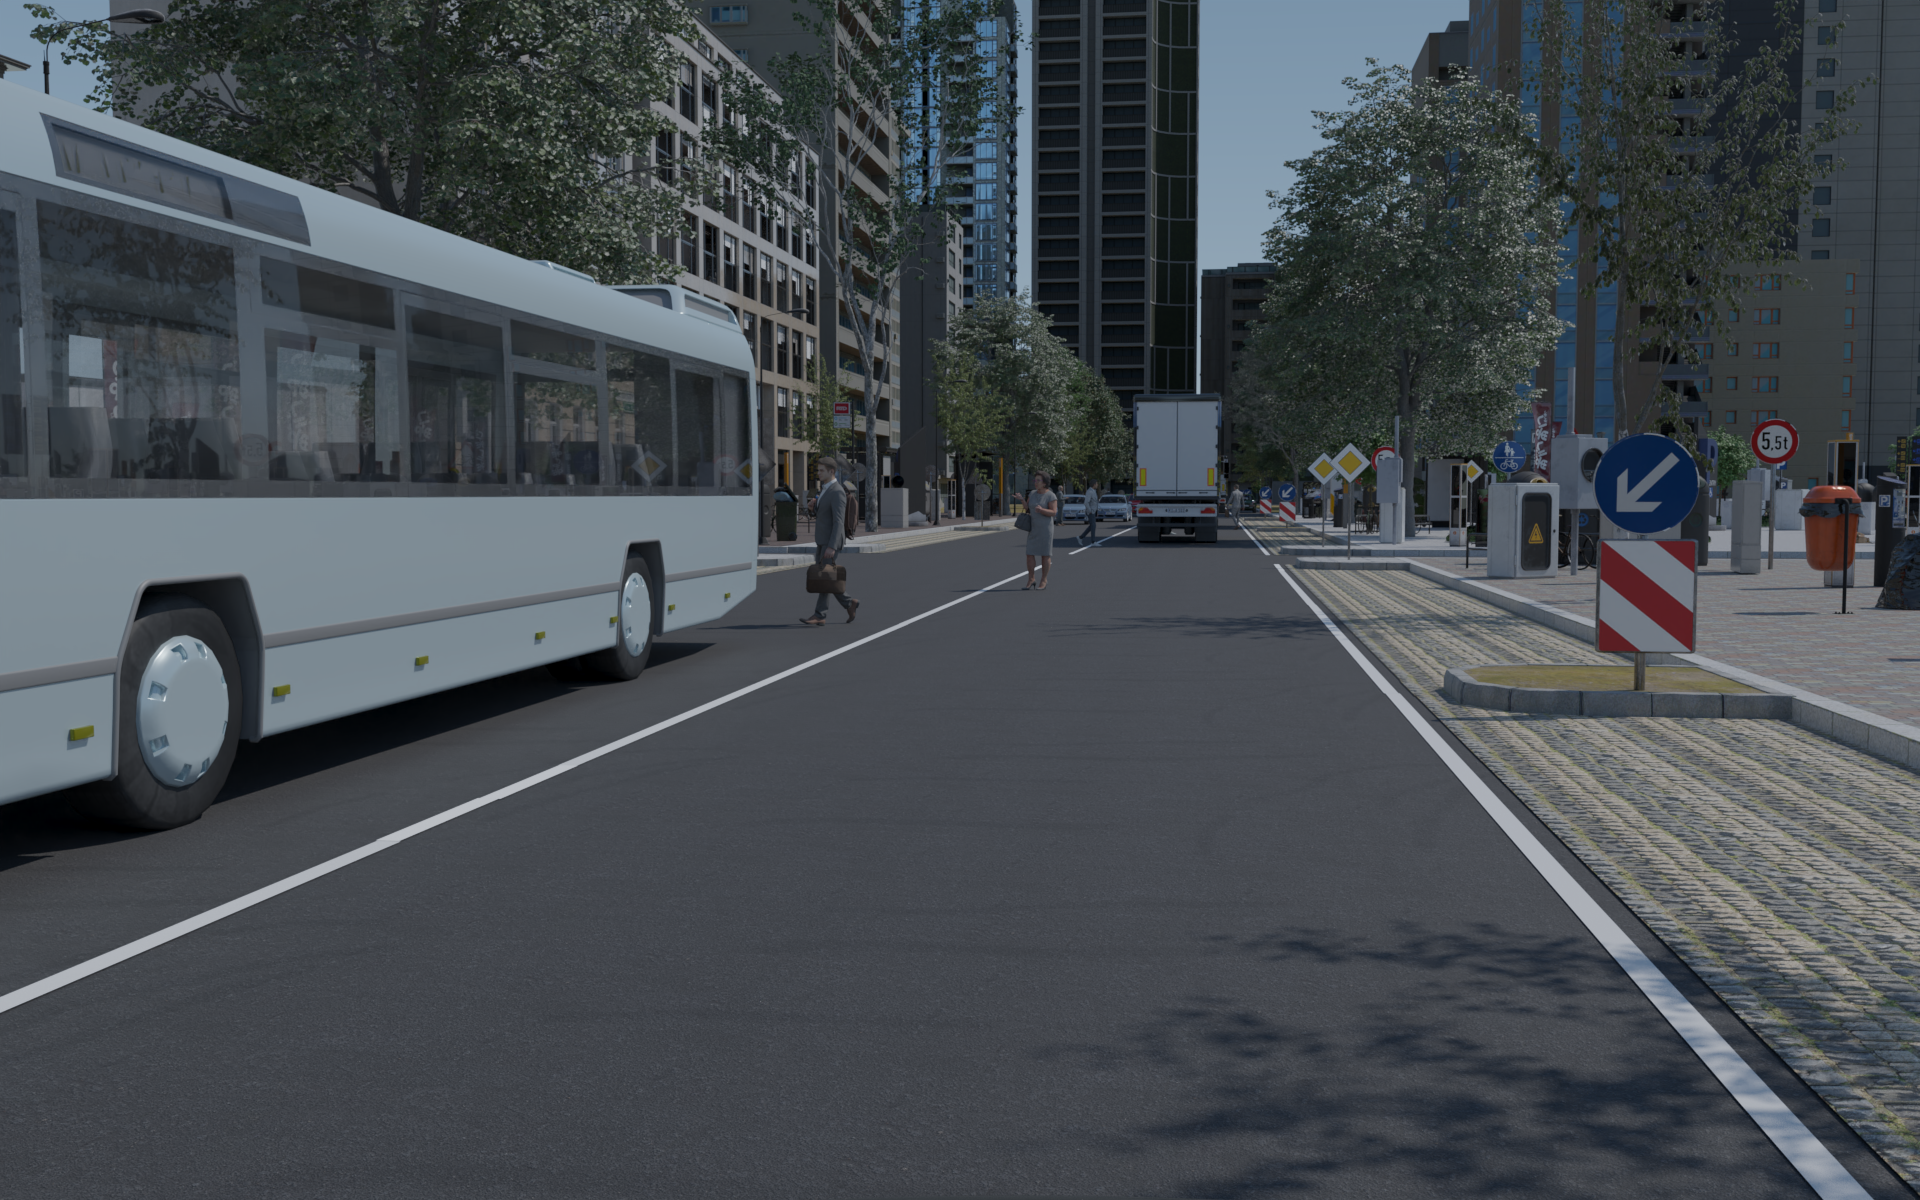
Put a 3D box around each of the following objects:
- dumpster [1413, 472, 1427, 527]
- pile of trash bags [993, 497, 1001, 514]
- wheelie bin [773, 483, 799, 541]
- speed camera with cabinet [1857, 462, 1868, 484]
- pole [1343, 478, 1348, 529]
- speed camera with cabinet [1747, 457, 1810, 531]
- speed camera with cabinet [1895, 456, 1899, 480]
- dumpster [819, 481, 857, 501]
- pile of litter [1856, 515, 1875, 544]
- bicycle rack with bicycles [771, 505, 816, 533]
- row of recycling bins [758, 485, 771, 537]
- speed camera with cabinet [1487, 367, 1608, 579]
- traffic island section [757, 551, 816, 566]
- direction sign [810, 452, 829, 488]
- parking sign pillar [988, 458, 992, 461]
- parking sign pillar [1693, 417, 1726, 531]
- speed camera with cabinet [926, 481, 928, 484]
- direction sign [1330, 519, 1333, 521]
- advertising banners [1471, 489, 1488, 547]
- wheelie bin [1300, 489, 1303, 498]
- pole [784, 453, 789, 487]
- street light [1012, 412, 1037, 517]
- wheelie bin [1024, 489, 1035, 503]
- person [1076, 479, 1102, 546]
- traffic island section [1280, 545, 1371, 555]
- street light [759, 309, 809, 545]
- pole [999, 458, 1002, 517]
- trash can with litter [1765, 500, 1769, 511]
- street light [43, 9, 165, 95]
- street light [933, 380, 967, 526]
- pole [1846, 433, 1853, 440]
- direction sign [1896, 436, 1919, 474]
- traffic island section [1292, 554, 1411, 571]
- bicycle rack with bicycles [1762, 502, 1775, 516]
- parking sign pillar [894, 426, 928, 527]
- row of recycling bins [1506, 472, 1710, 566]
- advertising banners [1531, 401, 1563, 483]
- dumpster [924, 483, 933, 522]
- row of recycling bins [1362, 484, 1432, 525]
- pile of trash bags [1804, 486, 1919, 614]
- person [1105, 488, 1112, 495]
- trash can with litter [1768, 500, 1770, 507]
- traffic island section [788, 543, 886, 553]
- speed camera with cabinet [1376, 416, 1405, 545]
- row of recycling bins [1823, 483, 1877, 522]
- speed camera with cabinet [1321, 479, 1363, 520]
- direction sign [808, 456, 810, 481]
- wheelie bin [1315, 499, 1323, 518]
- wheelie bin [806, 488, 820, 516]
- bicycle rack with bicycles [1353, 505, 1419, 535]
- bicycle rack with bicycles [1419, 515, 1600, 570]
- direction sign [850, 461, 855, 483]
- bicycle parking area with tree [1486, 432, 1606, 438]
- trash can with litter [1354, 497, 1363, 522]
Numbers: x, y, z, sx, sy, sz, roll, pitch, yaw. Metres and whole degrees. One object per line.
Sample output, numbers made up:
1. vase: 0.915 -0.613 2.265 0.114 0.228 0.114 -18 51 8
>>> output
1. dumpster: 17.576 -4.000 67.900 1.502 2.255 1.985 1 4 8
2. pile of trash bags: 1.702 -6.081 109.172 1.912 1.369 3.447 1 4 15
3. wheelie bin: -4.764 -2.413 47.353 0.693 1.594 0.980 0 4 -8
4. speed camera with cabinet: 55.815 -6.961 108.156 0.660 3.252 2.038 0 4 -3
5. pole: 14.296 -4.302 64.183 0.158 3.312 0.155 0 3 0
6. speed camera with cabinet: 29.124 -4.115 61.621 0.660 3.252 2.038 -3 4 -36
7. speed camera with cabinet: 48.407 -5.849 89.973 0.660 3.252 2.038 2 4 31
8. dumpster: -4.928 -3.917 69.806 1.264 1.857 1.865 1 4 8
9. pile of litter: 23.270 -1.923 45.404 1.176 0.858 1.719 -2 4 -24
10. bicycle rack with bicycles: -6.192 -2.684 57.262 2.852 0.926 2.925 -1 4 -22
11. row of recycling bins: -7.275 -2.671 50.791 3.534 1.692 1.069 -1 4 -23
12. speed camera with cabinet: 9.049 -1.975 26.622 2.038 3.252 0.660 -2 4 -30
13. traffic island section: -4.168 -0.807 35.474 2.009 0.180 2.903 1 4 8
14. direction sign: -7.476 -6.196 93.309 0.876 3.537 0.379 -1 4 -23
15. parking sign pillar: 1.733 -7.604 112.799 1.447 3.967 1.447 1 4 12
16. parking sign pillar: 26.161 -4.424 60.797 1.447 3.967 1.447 3 5 42
17. speed camera with cabinet: -2.844 -6.299 97.324 2.038 3.252 0.660 2 4 24
18. direction sign: 17.742 -5.506 82.024 0.876 3.537 0.379 0 4 -5
19. advertising banners: 13.425 -2.787 41.758 2.074 3.025 0.090 0 4 6
20. wheelie bin: 22.046 -6.235 109.858 0.980 1.594 0.693 1 4 21
21. pole: -8.551 -5.598 85.369 0.158 3.312 0.155 0 3 0
22. street light: 3.654 -7.696 98.370 1.470 5.913 1.316 1 4 8
23. wheelie bin: 4.717 -6.594 115.712 0.980 1.594 0.693 1 4 15
24. person: 3.544 -2.405 47.667 0.795 1.843 0.661 1 4 23
25. traffic island section: 8.753 -1.185 41.658 2.009 0.180 2.903 1 4 8
26. street light: -4.467 -4.345 43.583 1.470 5.913 1.316 1 4 8
27. pole: 2.299 -6.369 97.978 0.158 3.312 0.155 0 3 0
28. trash can with litter: 48.762 -5.707 104.362 1.678 1.210 2.233 -1 4 -20
29. street light: -8.311 -2.709 16.831 1.470 5.913 1.316 1 4 8
30. street light: -0.420 -5.993 70.523 1.470 5.913 1.316 1 4 8
31. pole: 29.572 -3.903 57.664 0.158 3.312 0.155 0 3 0
32. direction sign: 37.153 -4.640 67.868 0.876 3.537 0.379 1 4 22
33. traffic island section: 7.599 -0.702 33.757 2.009 0.180 2.903 1 4 8
34. bicycle rack with bicycles: 35.535 -3.832 76.041 2.852 0.926 2.925 0 4 6
35. parking sign pillar: -1.992 -4.916 68.849 1.447 3.967 1.447 -3 5 -40
36. row of recycling bins: 11.722 -1.495 31.561 3.534 1.692 1.069 1 4 14
37. advertising banners: 11.716 -2.264 33.208 2.074 3.025 0.090 -2 4 -24
38. dumpster: -1.983 -4.428 78.149 1.264 1.857 1.865 1 4 8
39. row of recycling bins: 18.366 -3.986 72.289 1.069 1.692 3.534 -3 5 -42
40. pile of trash bags: 10.827 -0.561 18.921 3.447 1.369 1.912 0 4 -8
41. person: 9.772 -6.495 114.471 0.659 1.850 0.755 -1 4 -12
42. trash can with litter: 38.354 -4.296 81.625 1.055 1.170 0.624 -3 5 -44
43. traffic island section: -3.013 -1.290 43.376 2.009 0.180 2.903 1 4 8
44. speed camera with cabinet: 11.099 -3.075 44.612 0.660 3.252 2.038 1 4 19
45. row of recycling bins: 33.009 -3.468 63.817 1.069 1.692 3.534 -1 4 -14
46. speed camera with cabinet: 18.814 -5.554 85.145 2.038 3.252 0.660 0 4 4
47. direction sign: -8.619 -6.802 103.208 0.876 3.537 0.379 1 4 21
48. wheelie bin: 19.487 -5.258 93.872 0.980 1.594 0.693 -1 4 -11
49. wheelie bin: -8.209 -5.474 97.414 0.980 1.594 0.693 3 4 37
50. bicycle rack with bicycles: 13.640 -2.566 55.333 2.852 0.926 2.925 3 4 37
51. bicycle rack with bicycles: 9.935 -0.985 29.482 2.852 0.926 2.925 -1 4 -19
52. direction sign: -7.484 -7.667 117.357 0.876 3.537 0.379 2 4 35
53. bicycle parking area with tree: 27.044 -5.715 80.437 8.231 4.147 9.016 1 4 19
54. trash can with litter: 18.514 -4.182 79.767 1.055 1.170 0.624 0 4 8
